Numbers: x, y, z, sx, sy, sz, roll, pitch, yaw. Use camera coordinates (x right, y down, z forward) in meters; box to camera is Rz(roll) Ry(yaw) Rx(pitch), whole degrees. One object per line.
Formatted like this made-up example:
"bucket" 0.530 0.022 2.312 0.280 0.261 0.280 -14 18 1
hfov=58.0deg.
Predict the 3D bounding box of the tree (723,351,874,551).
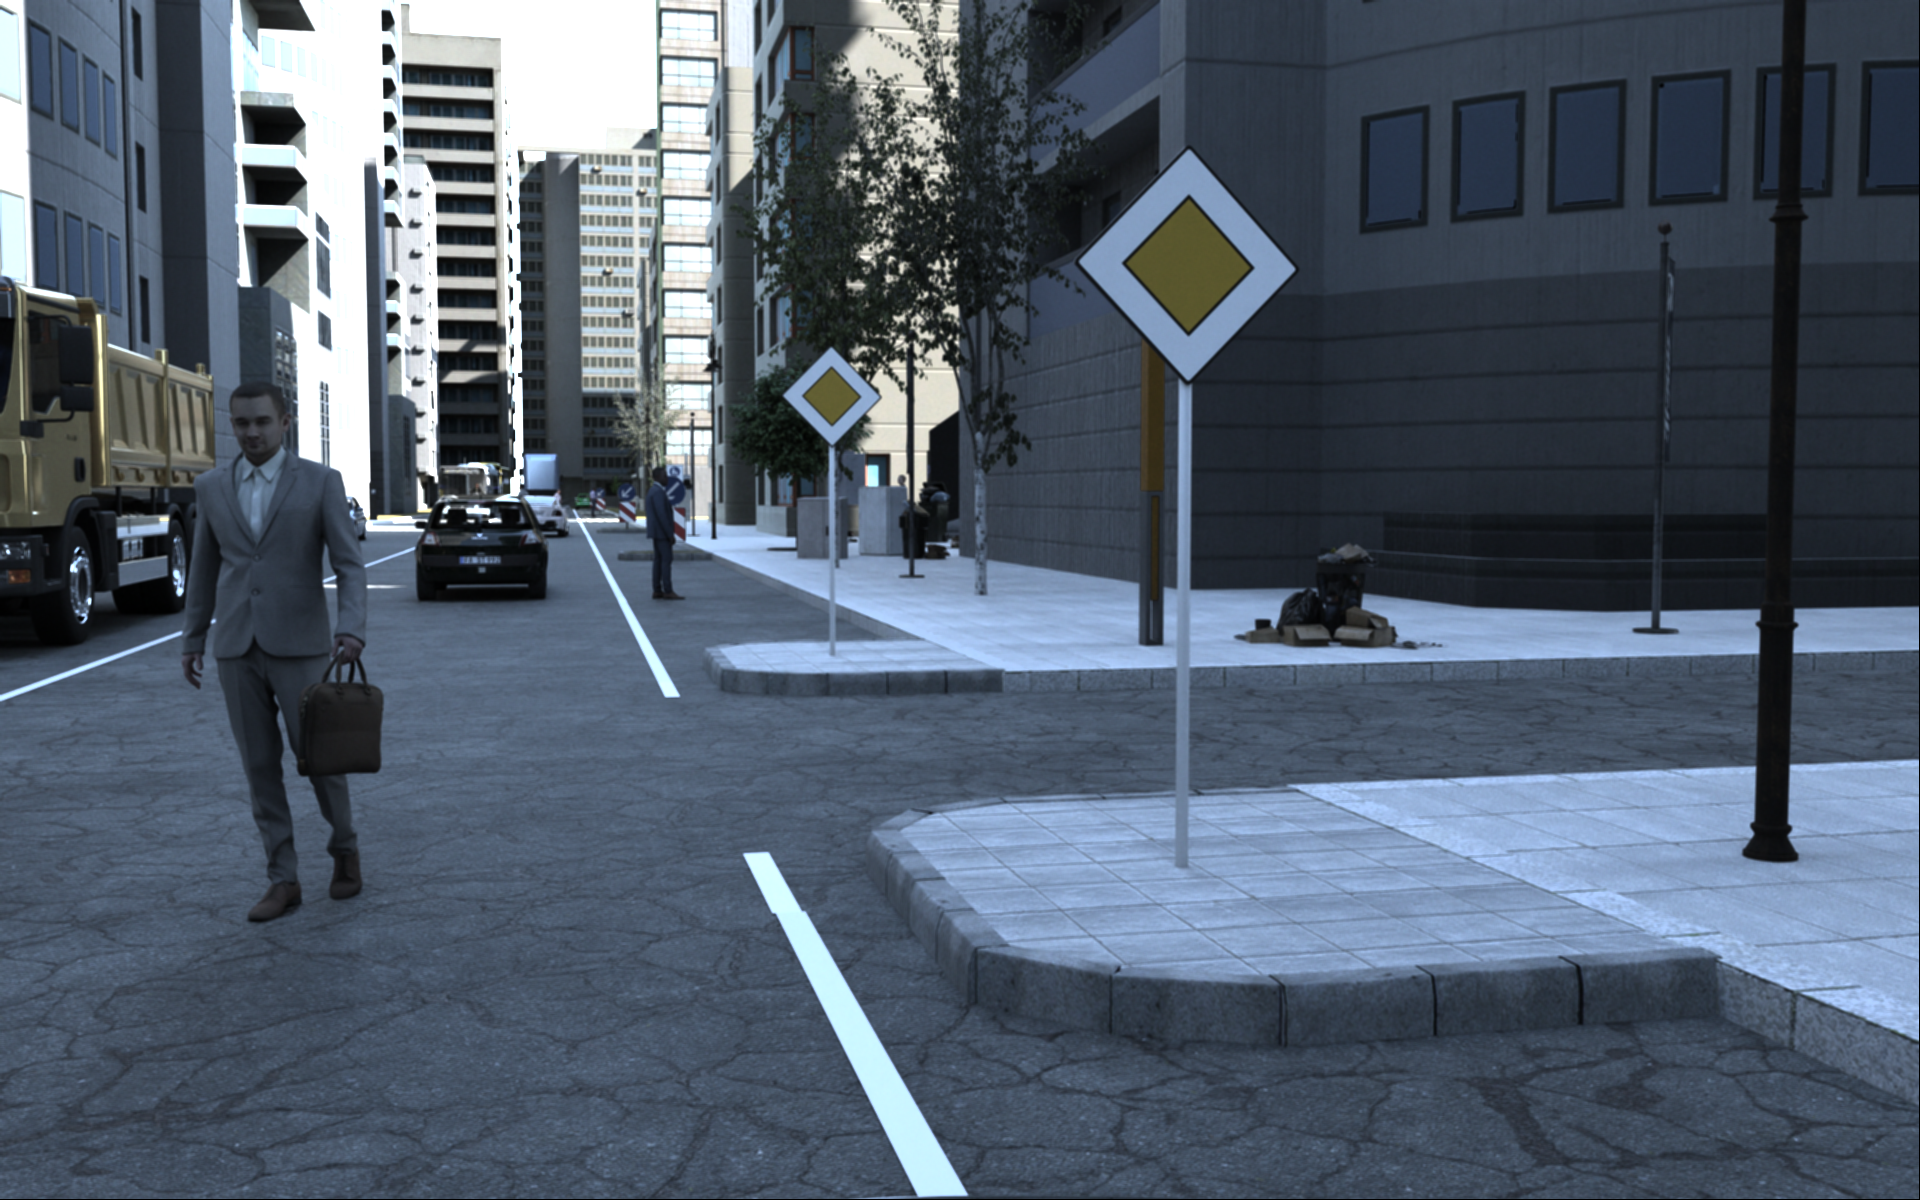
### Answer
"tree" -3.668 -3.418 39.599 4.285 4.588 4.351 0 3 0

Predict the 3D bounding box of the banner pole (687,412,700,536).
"banner pole" -8.242 -3.868 53.267 0.401 3.779 0.863 -1 4 -16

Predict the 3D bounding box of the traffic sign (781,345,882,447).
"traffic sign" -0.988 -0.701 13.659 0.795 2.593 0.064 -1 4 -13

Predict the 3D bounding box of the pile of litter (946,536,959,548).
"pile of litter" 0.273 -1.670 41.276 1.719 0.858 1.176 0 4 7

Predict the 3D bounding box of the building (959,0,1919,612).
"building" 15.617 -29.779 28.881 28.212 58.520 21.231 -1 4 -13

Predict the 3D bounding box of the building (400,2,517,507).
"building" -56.470 -33.732 175.216 21.600 48.544 21.300 -1 4 -13

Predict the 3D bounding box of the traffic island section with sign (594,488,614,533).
"traffic island section with sign" -12.512 -3.411 64.397 1.989 1.847 2.006 -1 4 -13

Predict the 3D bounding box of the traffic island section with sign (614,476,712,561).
"traffic island section with sign" -6.517 -1.803 38.115 1.989 1.847 2.006 -1 4 -13

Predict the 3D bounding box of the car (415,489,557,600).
"car" -6.822 -0.924 24.890 2.009 1.686 4.222 -1 4 -13

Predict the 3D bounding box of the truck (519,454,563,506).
"truck" -26.993 -7.461 111.743 2.967 4.110 18.799 -1 4 -14

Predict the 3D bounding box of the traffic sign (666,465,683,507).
"traffic sign" -9.873 -3.541 60.018 0.606 2.300 0.079 0 4 -5

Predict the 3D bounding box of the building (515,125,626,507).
"building" -35.099 -30.202 185.676 23.993 40.220 32.217 -1 4 -13

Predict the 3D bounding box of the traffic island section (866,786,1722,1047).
"traffic island section" 0.808 0.998 5.961 2.009 0.180 2.903 -1 4 -13

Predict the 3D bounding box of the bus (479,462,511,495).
"bus" -37.456 -8.959 138.028 2.896 3.916 12.252 -1 4 -11

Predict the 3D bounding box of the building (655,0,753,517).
"building" -11.009 -25.646 102.909 14.154 41.232 14.086 -1 4 -13

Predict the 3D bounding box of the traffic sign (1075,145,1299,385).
"traffic sign" 0.787 -0.225 5.873 0.795 2.593 0.064 -1 4 -13

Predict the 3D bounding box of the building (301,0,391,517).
"building" -44.085 -33.805 94.709 21.231 58.520 28.212 -1 4 -13

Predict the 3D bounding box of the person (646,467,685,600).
"person" -4.088 -0.919 23.703 0.419 1.800 0.721 -2 4 -30

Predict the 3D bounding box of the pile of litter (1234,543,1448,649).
"pile of litter" 3.228 -0.055 14.858 1.719 0.858 1.176 3 5 45

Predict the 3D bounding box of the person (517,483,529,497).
"person" -16.750 -3.560 66.546 0.795 1.843 0.661 2 4 31

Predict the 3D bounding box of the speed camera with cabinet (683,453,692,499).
"speed camera with cabinet" -13.740 -5.403 82.667 2.038 3.252 0.660 -1 4 -13

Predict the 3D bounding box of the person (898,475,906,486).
"person" -1.450 -2.333 44.609 0.534 1.772 0.576 -2 4 -31

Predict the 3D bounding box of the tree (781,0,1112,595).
"tree" 0.074 -4.360 21.647 4.360 8.622 3.978 0 3 0

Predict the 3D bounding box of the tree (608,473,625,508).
"tree" -31.411 -10.025 158.508 1.663 3.219 1.824 0 3 0

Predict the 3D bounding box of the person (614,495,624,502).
"person" -26.960 -8.039 138.160 1.217 1.739 0.721 0 4 6

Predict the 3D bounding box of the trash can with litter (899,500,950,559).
"trash can with litter" -0.685 -1.404 34.350 1.055 1.170 0.624 2 4 29

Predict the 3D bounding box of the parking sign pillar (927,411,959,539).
"parking sign pillar" -0.278 -3.763 50.003 1.447 3.967 1.447 -1 4 -15

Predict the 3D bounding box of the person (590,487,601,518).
"person" -22.132 -5.924 105.220 0.599 1.838 0.709 -2 4 -28

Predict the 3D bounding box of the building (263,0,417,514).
"building" -50.502 -49.543 122.703 22.319 86.520 31.000 -1 4 -13

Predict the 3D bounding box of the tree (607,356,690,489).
"tree" -16.322 -8.630 91.468 4.360 8.622 3.978 0 3 0

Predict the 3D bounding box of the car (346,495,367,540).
"car" -19.115 -2.487 52.657 2.014 1.417 4.499 -1 4 -13

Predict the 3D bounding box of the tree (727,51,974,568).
"tree" -1.962 -4.868 29.949 4.737 8.622 4.395 0 3 0

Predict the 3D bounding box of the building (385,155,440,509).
"building" -52.359 -23.065 148.817 14.107 30.474 14.160 -1 4 -13

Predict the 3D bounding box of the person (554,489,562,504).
"person" -23.271 -5.565 100.424 0.436 1.711 0.756 2 4 31

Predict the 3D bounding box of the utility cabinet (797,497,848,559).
"utility cabinet" -2.745 -1.427 34.495 1.020 1.237 0.306 2 4 26

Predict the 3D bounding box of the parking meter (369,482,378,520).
"parking meter" -28.771 -4.847 84.954 0.399 1.863 0.255 -2 4 -28

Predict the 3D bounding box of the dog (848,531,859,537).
"dog" -3.293 -2.064 51.479 0.748 0.427 0.550 -1 4 -10

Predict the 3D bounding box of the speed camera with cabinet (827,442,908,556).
"speed camera with cabinet" -1.969 -2.586 36.620 0.660 3.252 2.038 -3 5 -43

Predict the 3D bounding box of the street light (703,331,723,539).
"street light" -7.017 -4.675 49.227 0.468 5.910 1.993 -1 4 -13

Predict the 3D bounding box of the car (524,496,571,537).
"car" -14.314 -2.849 58.938 2.083 1.381 4.827 -1 4 -11

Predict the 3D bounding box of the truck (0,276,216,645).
"truck" -10.075 -1.365 18.246 3.469 3.379 9.791 -1 4 -14

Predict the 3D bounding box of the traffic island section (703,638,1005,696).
"traffic island section" -0.966 0.522 13.747 2.009 0.180 2.903 -1 4 -13

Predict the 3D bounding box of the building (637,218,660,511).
"building" -8.795 -17.185 126.013 27.650 21.520 28.899 -1 4 -13

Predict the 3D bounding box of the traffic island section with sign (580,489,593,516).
"traffic island section with sign" -23.583 -6.382 112.967 1.989 1.847 2.006 -1 4 -13

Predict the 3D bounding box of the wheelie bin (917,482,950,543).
"wheelie bin" -0.687 -2.328 45.970 0.980 1.594 0.693 2 4 31

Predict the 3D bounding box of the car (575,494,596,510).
"car" -34.321 -9.173 158.772 1.959 1.807 4.718 -1 4 -11

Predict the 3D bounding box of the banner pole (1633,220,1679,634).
"banner pole" 6.565 -1.598 16.143 0.401 3.779 0.863 2 4 30

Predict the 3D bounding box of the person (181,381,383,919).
"person" -2.321 0.166 5.907 0.709 1.813 0.853 0 4 -6

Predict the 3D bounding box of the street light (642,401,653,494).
"street light" -15.567 -6.948 86.384 0.468 5.910 1.993 -1 4 -13

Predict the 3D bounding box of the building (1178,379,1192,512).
"building" 16.613 -32.802 160.017 21.600 48.544 21.300 -1 4 -13

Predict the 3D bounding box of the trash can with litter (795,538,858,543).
"trash can with litter" -3.574 -2.129 45.863 2.233 1.210 1.678 -3 5 -42

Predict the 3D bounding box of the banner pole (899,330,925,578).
"banner pole" -0.763 -2.222 26.355 0.401 3.779 0.863 0 4 5

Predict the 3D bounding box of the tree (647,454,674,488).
"tree" -14.468 -5.490 84.358 1.663 3.219 1.824 0 3 0

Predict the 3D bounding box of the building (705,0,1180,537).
"building" 5.118 -13.637 68.001 27.650 21.520 28.899 -1 4 -13

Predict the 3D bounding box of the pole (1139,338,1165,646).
"pole" 1.625 -1.271 14.627 0.158 3.312 0.155 0 3 0

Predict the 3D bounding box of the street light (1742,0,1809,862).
"street light" 2.864 -2.028 5.942 0.468 5.910 1.993 -1 4 -13

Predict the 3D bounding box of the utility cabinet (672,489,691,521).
"utility cabinet" -13.020 -4.365 80.049 0.318 1.500 1.173 3 5 43

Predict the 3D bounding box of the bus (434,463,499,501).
"bus" -28.785 -6.533 101.668 2.948 3.499 13.247 -1 4 -12
